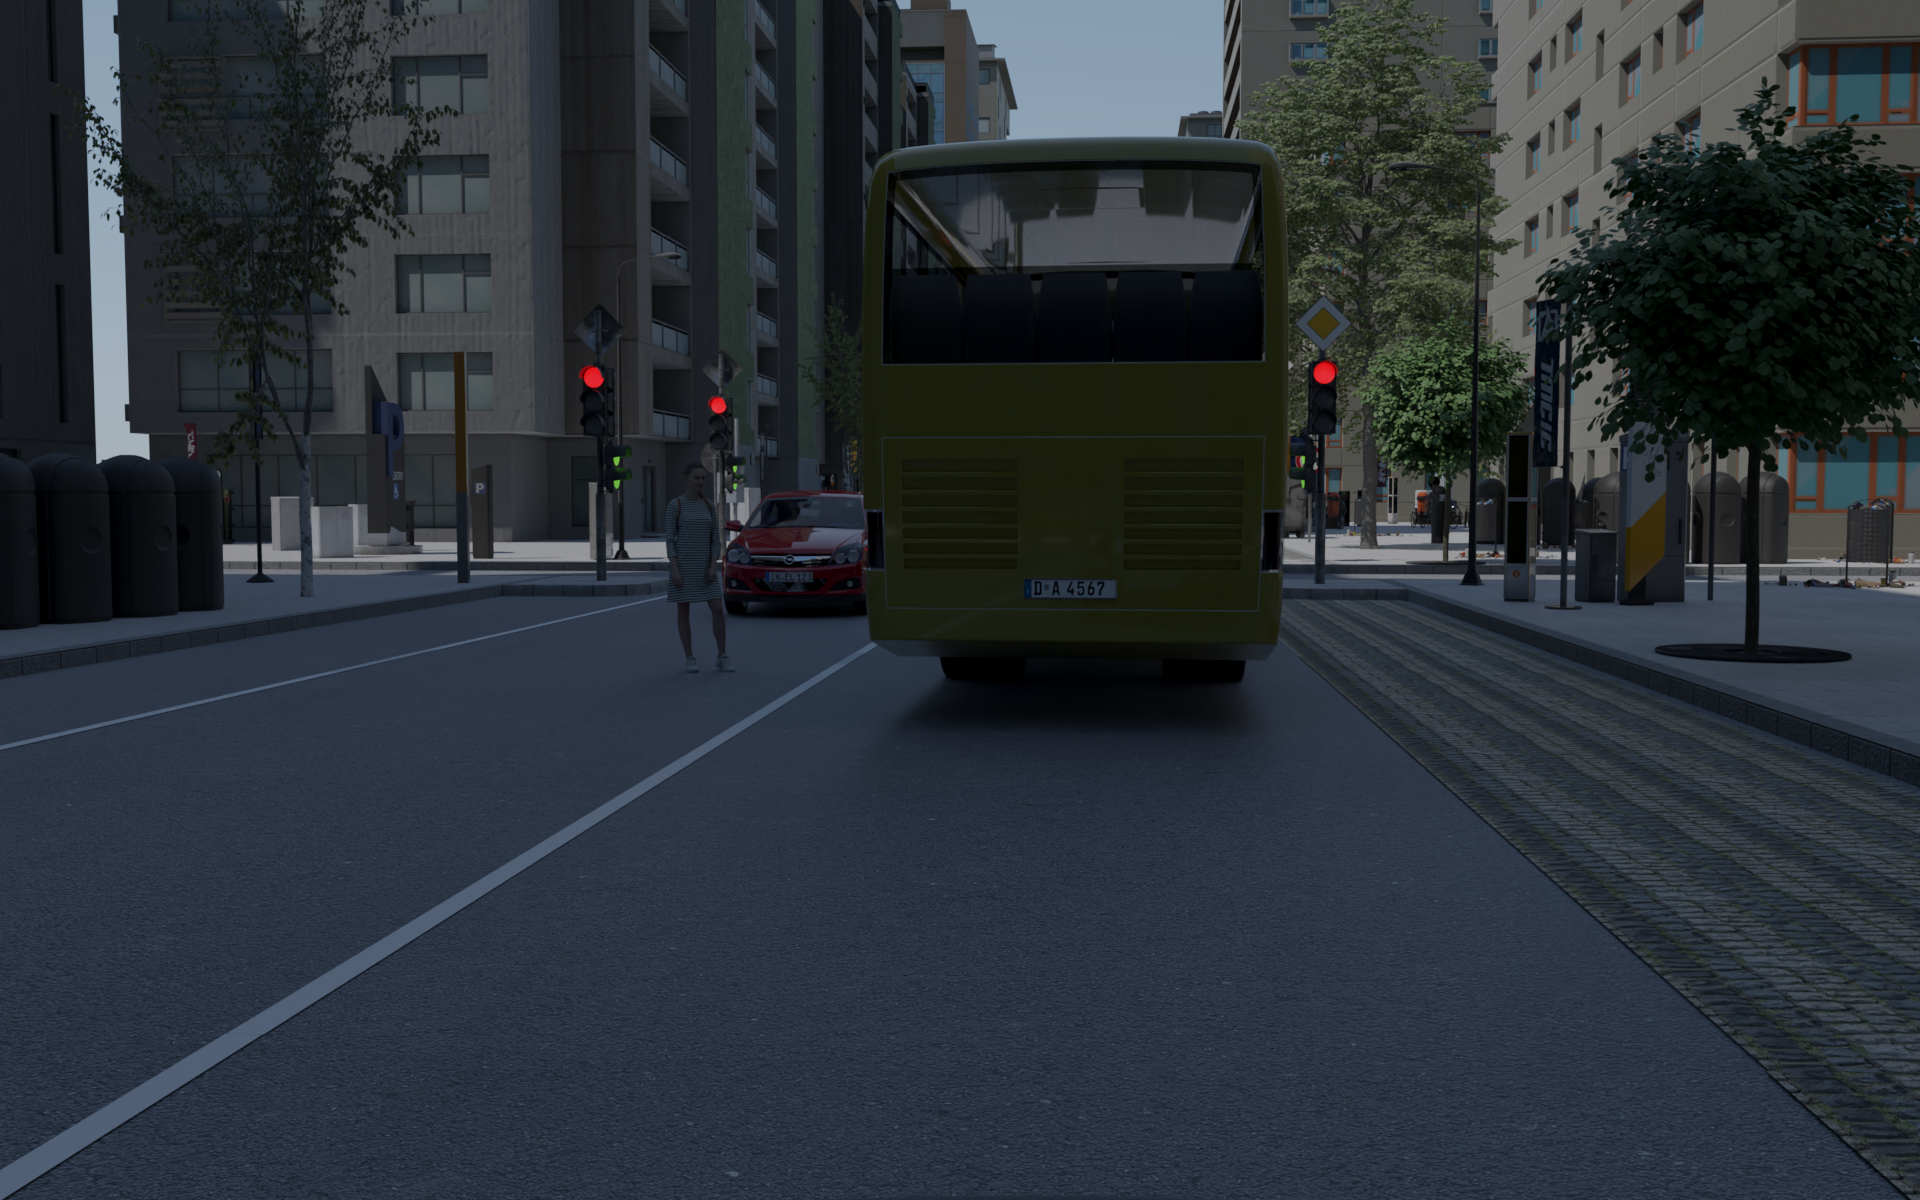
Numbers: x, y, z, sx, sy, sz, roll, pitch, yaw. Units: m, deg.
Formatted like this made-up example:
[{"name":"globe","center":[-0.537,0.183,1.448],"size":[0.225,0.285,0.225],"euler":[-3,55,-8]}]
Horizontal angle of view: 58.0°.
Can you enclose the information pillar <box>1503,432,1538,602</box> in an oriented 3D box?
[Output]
[{"name":"information pillar","center":[6.691,-0.988,20.654],"size":[0.304,2.012,0.304],"euler":[2,4,34]}]

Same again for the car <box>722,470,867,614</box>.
[{"name":"car","center":[-1.843,-0.794,22.018],"size":[2.155,1.783,4.494],"euler":[0,4,3]}]

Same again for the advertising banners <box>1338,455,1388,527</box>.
[{"name":"advertising banners","center":[15.905,-4.413,68.346],"size":[2.074,3.025,0.090],"euler":[1,4,22]}]

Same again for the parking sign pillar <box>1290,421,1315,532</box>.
[{"name":"parking sign pillar","center":[11.480,-4.309,58.920],"size":[1.447,3.967,1.447],"euler":[-1,4,-22]}]

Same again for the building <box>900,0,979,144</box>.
[{"name":"building","center":[-5.704,-31.139,159.232],"size":[14.600,45.320,14.200],"euler":[0,4,5]}]

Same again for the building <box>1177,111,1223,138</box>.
[{"name":"building","center":[43.734,-39.468,234.540],"size":[28.713,52.752,27.495],"euler":[0,4,5]}]

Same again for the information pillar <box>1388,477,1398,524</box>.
[{"name":"information pillar","center":[18.568,-4.268,74.273],"size":[0.304,2.012,0.304],"euler":[-2,4,-31]}]

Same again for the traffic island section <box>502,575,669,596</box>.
[{"name":"traffic island section","center":[-5.337,-0.209,25.696],"size":[2.009,0.180,2.903],"euler":[0,4,5]}]

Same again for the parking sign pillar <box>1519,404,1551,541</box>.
[{"name":"parking sign pillar","center":[15.948,-3.657,48.265],"size":[1.447,3.967,1.447],"euler":[-1,4,-10]}]

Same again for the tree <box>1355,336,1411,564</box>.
[{"name":"tree","center":[8.869,-2.937,31.726],"size":[4.285,4.588,4.351],"euler":[0,3,0]}]

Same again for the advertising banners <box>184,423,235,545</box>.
[{"name":"advertising banners","center":[-18.821,-2.889,43.424],"size":[0.090,3.025,2.074],"euler":[1,4,8]}]

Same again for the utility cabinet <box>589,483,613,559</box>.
[{"name":"utility cabinet","center":[-7.046,-1.554,34.085],"size":[0.318,1.500,1.173],"euler":[0,4,-4]}]

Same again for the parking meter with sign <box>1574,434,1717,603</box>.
[{"name":"parking meter with sign","center":[8.242,-1.491,20.647],"size":[1.738,3.016,0.543],"euler":[-1,4,-11]}]

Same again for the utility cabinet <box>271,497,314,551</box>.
[{"name":"utility cabinet","center":[-15.195,-1.732,39.484],"size":[0.306,1.237,1.020],"euler":[2,4,25]}]

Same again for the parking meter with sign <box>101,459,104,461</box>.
[{"name":"parking meter with sign","center":[-43.862,-5.586,87.586],"size":[1.738,3.016,0.543],"euler":[1,4,13]}]

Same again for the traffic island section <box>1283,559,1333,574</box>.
[{"name":"traffic island section","center":[5.876,-0.638,32.706],"size":[2.009,0.180,2.903],"euler":[0,4,5]}]

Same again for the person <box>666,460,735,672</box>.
[{"name":"person","center":[-2.141,-0.274,13.992],"size":[0.512,1.701,0.522],"euler":[-2,4,-32]}]

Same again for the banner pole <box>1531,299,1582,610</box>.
[{"name":"banner pole","center":[6.685,-1.802,19.480],"size":[0.401,3.779,0.863],"euler":[-1,4,-16]}]

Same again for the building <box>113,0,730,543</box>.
[{"name":"building","center":[-14.488,-22.459,50.802],"size":[14.154,41.232,14.086],"euler":[0,4,5]}]

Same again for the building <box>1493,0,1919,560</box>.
[{"name":"building","center":[31.759,-12.283,45.868],"size":[28.899,21.520,27.650],"euler":[0,4,5]}]

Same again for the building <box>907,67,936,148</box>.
[{"name":"building","center":[-9.331,-21.111,116.865],"size":[14.160,30.474,14.107],"euler":[0,4,5]}]

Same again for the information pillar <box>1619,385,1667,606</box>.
[{"name":"information pillar","center":[7.893,-1.747,19.916],"size":[0.504,3.616,0.183],"euler":[-1,4,-17]}]

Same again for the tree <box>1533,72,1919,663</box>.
[{"name":"tree","center":[6.304,-1.838,13.769],"size":[4.285,4.588,4.351],"euler":[0,3,0]}]

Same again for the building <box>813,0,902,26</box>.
[{"name":"building","center":[-10.936,-19.779,95.089],"size":[14.160,30.474,14.107],"euler":[0,4,5]}]

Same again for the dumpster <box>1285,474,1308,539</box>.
[{"name":"dumpster","center":[9.429,-2.725,50.308],"size":[1.264,1.857,1.865],"euler":[0,4,5]}]

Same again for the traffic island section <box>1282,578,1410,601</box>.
[{"name":"traffic island section","center":[5.162,-0.151,24.753],"size":[2.009,0.180,2.903],"euler":[0,4,5]}]

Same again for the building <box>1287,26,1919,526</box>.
[{"name":"building","center":[31.516,-15.070,91.439],"size":[27.650,21.520,28.899],"euler":[0,4,5]}]

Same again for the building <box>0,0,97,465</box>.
[{"name":"building","center":[-34.256,-16.828,46.847],"size":[14.107,30.474,14.160],"euler":[0,4,5]}]

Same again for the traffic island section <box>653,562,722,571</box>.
[{"name":"traffic island section","center":[-4.623,-0.695,33.649],"size":[2.009,0.180,2.903],"euler":[0,4,5]}]

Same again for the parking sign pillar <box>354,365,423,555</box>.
[{"name":"parking sign pillar","center":[-12.257,-2.967,36.977],"size":[1.447,3.967,1.447],"euler":[0,4,0]}]

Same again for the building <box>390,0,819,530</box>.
[{"name":"building","center":[-14.142,-23.811,72.903],"size":[14.154,41.232,14.086],"euler":[0,4,5]}]

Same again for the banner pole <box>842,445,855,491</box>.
[{"name":"banner pole","center":[-4.904,-5.330,77.166],"size":[0.863,3.779,0.401],"euler":[-3,4,-39]}]

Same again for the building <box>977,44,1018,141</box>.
[{"name":"building","center":[-8.042,-37.939,209.533],"size":[28.713,52.752,27.495],"euler":[0,4,5]}]

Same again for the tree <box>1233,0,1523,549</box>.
[{"name":"tree","center":[9.175,-7.437,39.717],"size":[7.486,12.596,7.792],"euler":[0,3,0]}]

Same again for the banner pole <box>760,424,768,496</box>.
[{"name":"banner pole","center":[-7.013,-4.406,62.051],"size":[0.401,3.779,0.863],"euler":[-2,4,-28]}]

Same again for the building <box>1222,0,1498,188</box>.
[{"name":"building","center":[30.905,-30.914,129.143],"size":[21.300,48.544,21.600],"euler":[0,4,5]}]

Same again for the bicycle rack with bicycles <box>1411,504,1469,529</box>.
[{"name":"bicycle rack with bicycles","center":[18.214,-3.122,64.431],"size":[2.852,0.926,2.925],"euler":[0,4,2]}]
